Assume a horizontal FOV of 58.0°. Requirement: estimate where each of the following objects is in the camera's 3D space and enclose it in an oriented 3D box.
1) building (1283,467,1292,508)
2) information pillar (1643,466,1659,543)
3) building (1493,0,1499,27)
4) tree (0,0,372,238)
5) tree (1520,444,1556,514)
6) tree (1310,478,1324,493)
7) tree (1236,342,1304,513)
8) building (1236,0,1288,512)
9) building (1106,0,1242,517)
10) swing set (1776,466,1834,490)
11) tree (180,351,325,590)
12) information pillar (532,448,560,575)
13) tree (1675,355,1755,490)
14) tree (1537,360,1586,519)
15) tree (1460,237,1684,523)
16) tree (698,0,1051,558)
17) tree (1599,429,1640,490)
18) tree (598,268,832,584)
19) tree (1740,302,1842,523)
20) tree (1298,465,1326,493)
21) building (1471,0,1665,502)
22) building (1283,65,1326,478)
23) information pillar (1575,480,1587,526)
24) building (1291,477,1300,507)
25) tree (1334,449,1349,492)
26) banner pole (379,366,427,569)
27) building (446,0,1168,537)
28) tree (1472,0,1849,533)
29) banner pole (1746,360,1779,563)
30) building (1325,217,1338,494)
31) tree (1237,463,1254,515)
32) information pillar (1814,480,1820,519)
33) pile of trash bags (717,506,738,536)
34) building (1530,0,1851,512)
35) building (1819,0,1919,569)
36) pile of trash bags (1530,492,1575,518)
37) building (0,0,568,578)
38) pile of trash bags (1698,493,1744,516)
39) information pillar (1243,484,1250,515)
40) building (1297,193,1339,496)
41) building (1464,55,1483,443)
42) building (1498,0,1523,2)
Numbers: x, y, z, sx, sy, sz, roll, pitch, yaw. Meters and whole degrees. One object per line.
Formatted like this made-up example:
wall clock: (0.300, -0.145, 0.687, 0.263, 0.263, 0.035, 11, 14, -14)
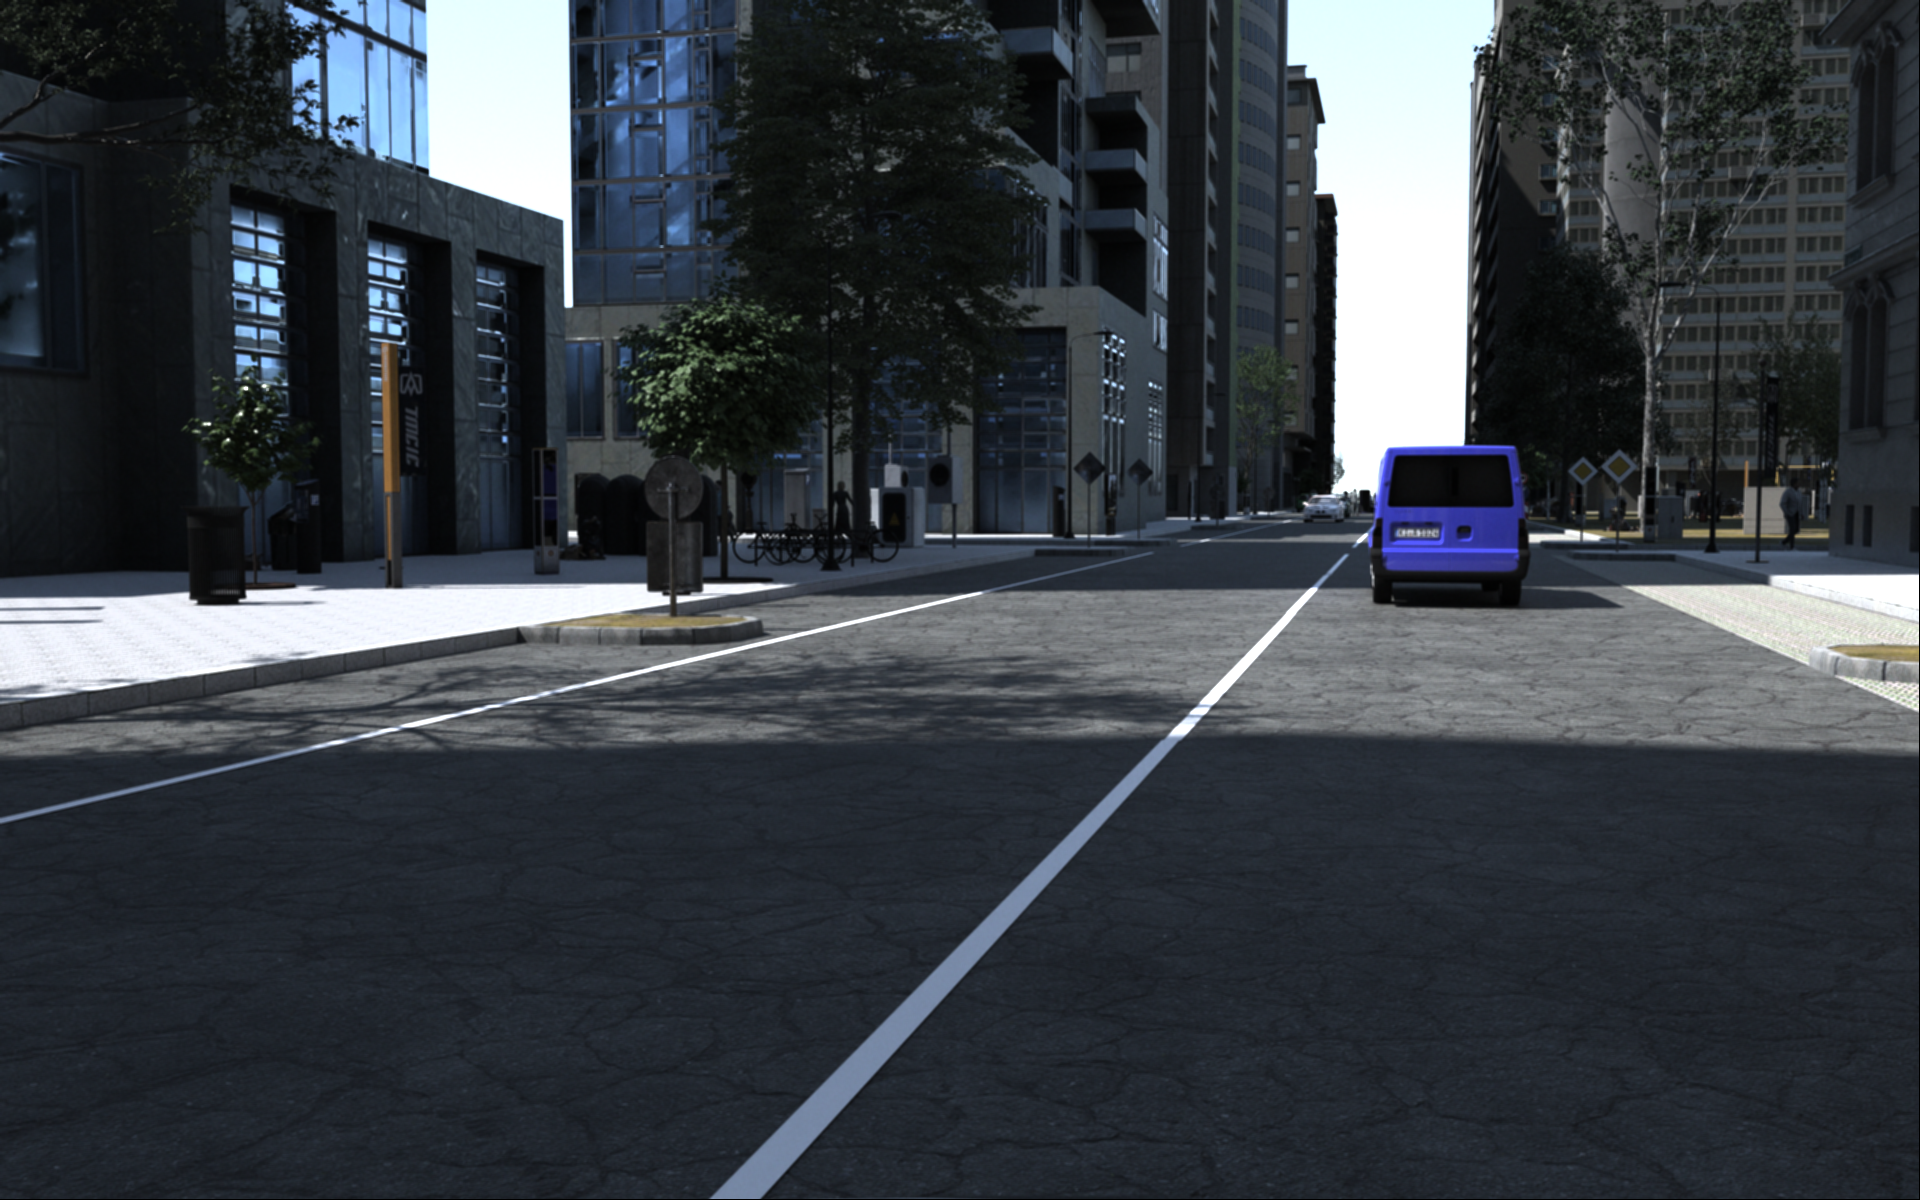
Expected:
building: (20.502, -44.198, 160.896, 20.563, 71.187, 20.611, 1, 4, 14)
information pillar: (18.356, -2.538, 45.981, 0.304, 2.012, 0.304, 2, 4, 33)
building: (72.417, -47.070, 207.850, 20.563, 71.187, 20.611, 1, 4, 14)
tree: (-6.676, -4.645, 10.352, 7.601, 10.594, 8.767, -1, 4, -11)
tree: (36.809, -7.856, 112.166, 4.285, 4.588, 4.351, 0, 3, 0)
tree: (39.298, -12.064, 191.843, 1.663, 3.219, 1.824, 0, 3, 0)
tree: (19.610, -11.728, 117.503, 9.928, 11.665, 9.643, 0, 3, 0)
building: (14.386, -36.434, 137.694, 21.231, 58.520, 28.212, 1, 4, 14)
building: (8.319, -25.413, 99.102, 14.154, 41.232, 14.086, 1, 4, 14)
swing set: (47.467, -6.114, 97.588, 3.119, 2.851, 2.862, 2, 4, 32)
tree: (-9.488, -1.772, 23.578, 1.663, 3.219, 1.824, 0, 3, 0)
information pillar: (-6.610, -1.417, 27.656, 0.304, 2.012, 0.304, -3, 5, -40)
tree: (40.273, -8.694, 92.511, 4.360, 8.622, 3.978, 0, 3, 0)
tree: (30.306, -8.440, 88.357, 4.737, 8.622, 4.395, 0, 3, 0)
tree: (27.280, -9.811, 77.420, 9.611, 12.733, 9.660, 0, 3, 0)
tree: (-1.750, -7.134, 34.769, 7.486, 12.596, 7.792, 0, 3, 0)
tree: (42.577, -9.844, 111.318, 4.360, 8.622, 3.978, 0, 3, 0)
tree: (-3.549, -2.544, 25.304, 4.285, 4.588, 4.351, 0, 3, 0)
tree: (32.345, -7.167, 67.542, 4.737, 8.622, 4.395, 0, 3, 0)
tree: (39.557, -12.972, 195.802, 4.285, 4.588, 4.351, 0, 3, 0)
building: (64.027, -33.853, 177.206, 21.300, 48.544, 21.600, 1, 4, 14)
building: (31.115, -38.609, 220.494, 28.713, 52.752, 27.495, 1, 4, 14)
information pillar: (24.764, -3.950, 69.081, 0.304, 2.012, 0.304, -3, 4, -38)
building: (19.852, -30.159, 184.985, 32.217, 40.220, 23.993, 1, 4, 14)
tree: (60.249, -19.973, 276.922, 4.737, 8.622, 4.395, 0, 3, 0)
banner pole: (-9.571, -2.431, 29.767, 0.863, 3.779, 0.401, -2, 4, -25)
building: (-2.688, -46.262, 69.063, 22.319, 86.520, 31.000, 1, 4, 14)
tree: (23.960, -12.233, 55.903, 12.611, 20.169, 13.585, 0, 3, 0)
banner pole: (15.143, -2.600, 32.525, 0.863, 3.779, 0.401, -3, 4, -38)
building: (50.776, -37.775, 267.739, 14.600, 45.320, 14.200, 1, 4, 14)
tree: (17.071, -6.876, 107.025, 1.663, 3.219, 1.824, 0, 3, 0)
information pillar: (44.278, -5.192, 89.383, 0.304, 2.012, 0.304, 2, 4, 27)
pile of trash bags: (-8.497, -2.672, 53.447, 3.447, 1.369, 1.912, 2, 4, 34)
building: (58.549, -26.867, 131.158, 32.217, 40.220, 23.993, 1, 4, 14)
building: (21.343, -14.404, 22.896, 14.401, 28.519, 23.554, 1, 4, 14)
pile of trash bags: (32.487, -5.161, 94.136, 1.912, 1.369, 3.447, 3, 5, 43)
building: (-27.081, -43.966, 31.513, 31.000, 86.520, 22.319, 1, 4, 14)
pile of trash bags: (43.931, -5.530, 100.175, 3.447, 1.369, 1.912, -2, 4, -29)
information pillar: (17.968, -6.365, 108.560, 0.304, 2.012, 0.304, -3, 4, -38)
building: (42.332, -36.275, 247.727, 22.147, 44.769, 28.867, 1, 4, 14)
building: (78.782, -42.187, 231.762, 21.231, 58.520, 28.212, 1, 4, 14)
building: (58.907, -32.520, 155.411, 21.300, 48.544, 21.600, 1, 4, 14)
